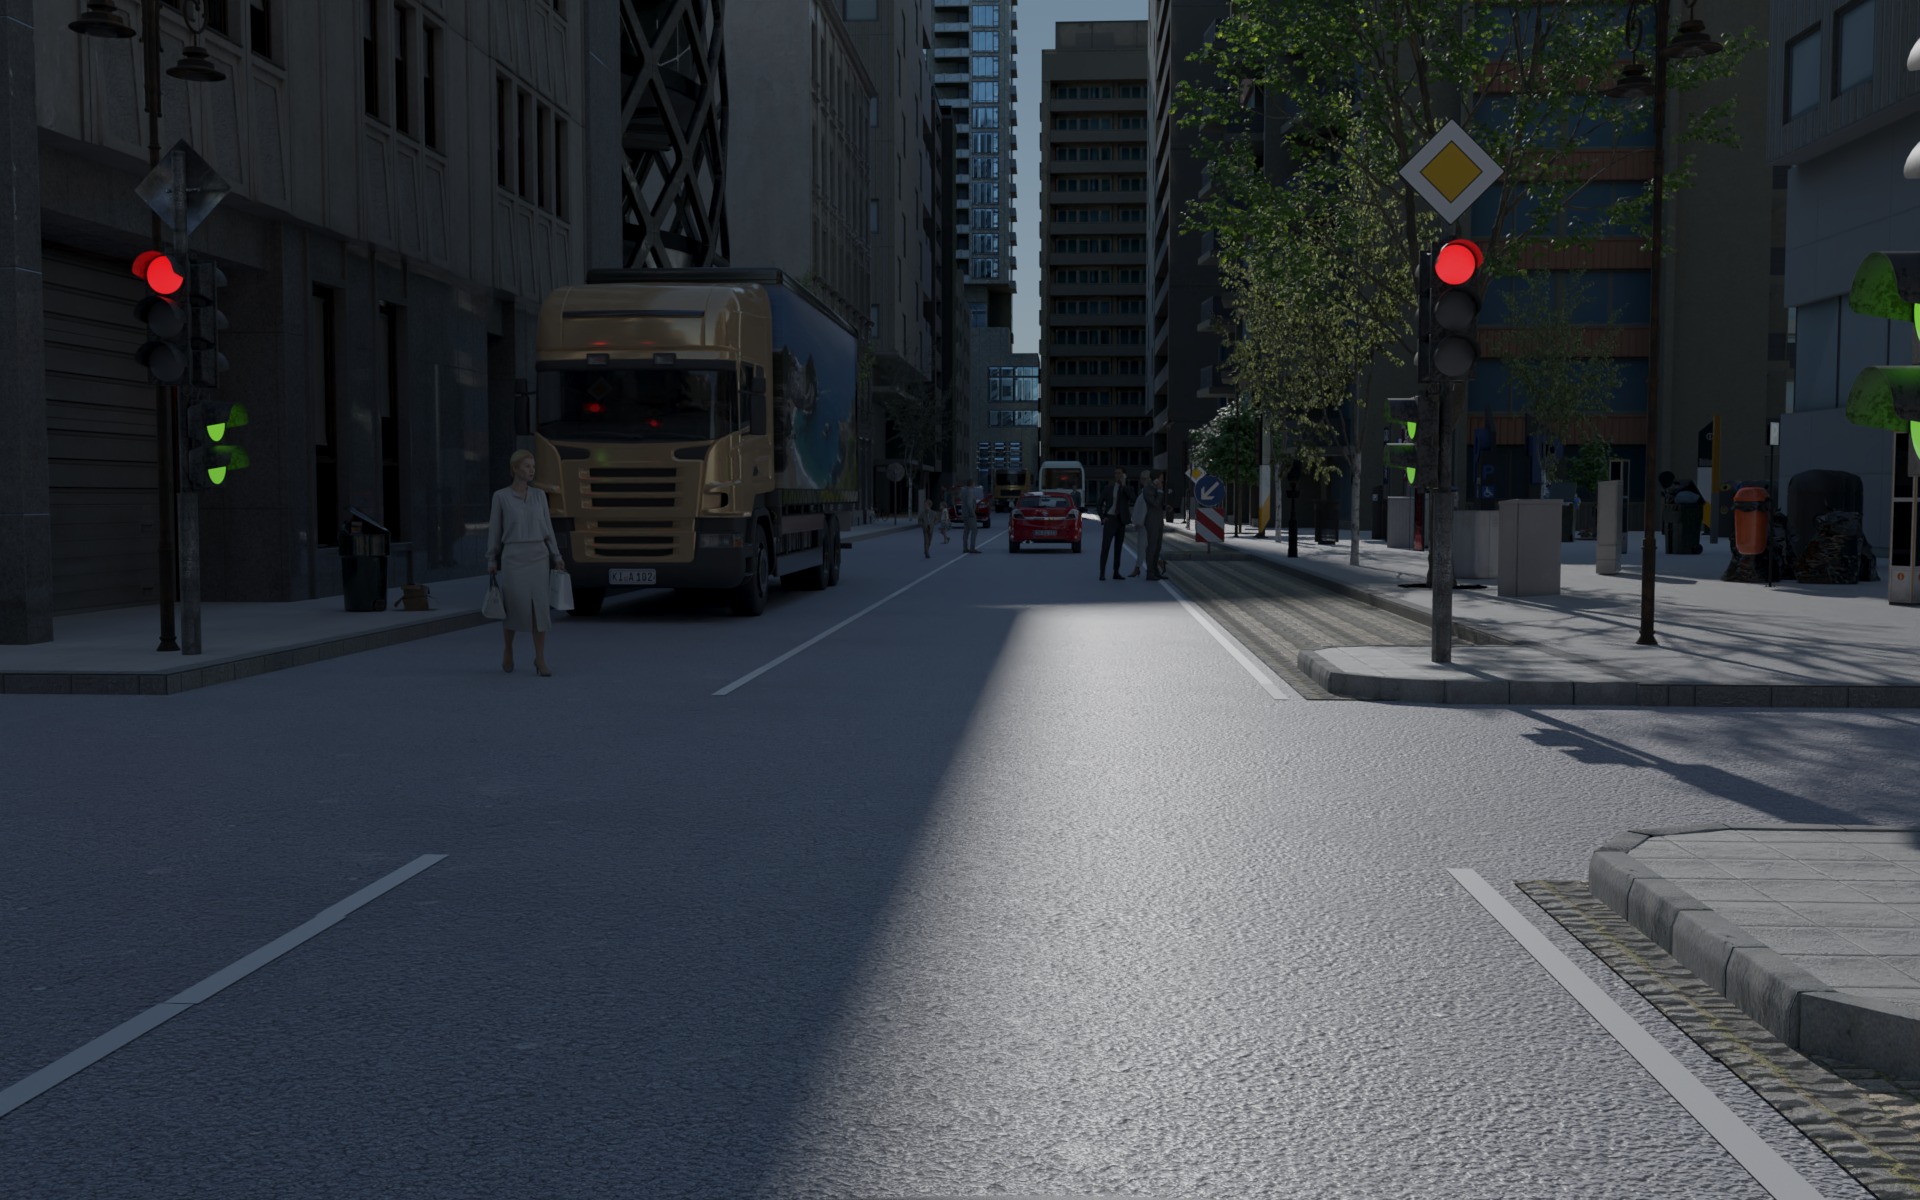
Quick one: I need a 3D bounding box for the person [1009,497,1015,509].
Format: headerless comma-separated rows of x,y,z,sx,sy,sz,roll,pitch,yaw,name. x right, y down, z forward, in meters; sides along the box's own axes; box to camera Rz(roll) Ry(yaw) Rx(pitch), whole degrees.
2.611,-4.501,86.369,0.394,1.301,0.425,-3,4,-36,person

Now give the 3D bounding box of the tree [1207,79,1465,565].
6.989,-4.940,31.131,4.360,8.622,3.978,0,3,0,tree

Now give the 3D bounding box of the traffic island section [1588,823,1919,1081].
3.191,1.040,5.271,2.009,0.180,2.903,0,4,4,traffic island section

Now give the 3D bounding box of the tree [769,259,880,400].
-4.969,-6.392,54.867,4.737,8.622,4.395,0,3,0,tree

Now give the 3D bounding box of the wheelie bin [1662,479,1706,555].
15.380,-1.769,36.828,0.693,1.594,0.980,-1,4,-13,wheelie bin

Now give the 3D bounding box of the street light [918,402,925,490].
-1.929,-7.009,87.377,0.468,5.910,1.993,0,4,4,street light

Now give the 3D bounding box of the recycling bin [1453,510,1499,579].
7.746,-0.850,26.457,0.722,1.027,0.722,3,5,44,recycling bin

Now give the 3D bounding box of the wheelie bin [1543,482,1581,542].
16.061,-2.342,46.202,0.980,1.594,0.693,2,4,29,wheelie bin

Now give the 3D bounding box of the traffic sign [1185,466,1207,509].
8.571,-3.778,62.963,0.795,2.450,0.064,1,4,10,traffic sign

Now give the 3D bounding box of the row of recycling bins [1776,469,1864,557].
15.029,-1.399,29.987,1.069,1.692,3.534,2,4,33,row of recycling bins

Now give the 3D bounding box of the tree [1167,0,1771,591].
6.667,-5.974,23.430,9.928,11.665,9.643,0,3,0,tree

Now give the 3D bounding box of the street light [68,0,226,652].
-6.482,-2.521,14.004,0.468,5.910,1.993,0,4,4,street light

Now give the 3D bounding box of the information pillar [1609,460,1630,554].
14.112,-1.995,37.115,0.304,2.012,0.304,-3,5,-40,information pillar

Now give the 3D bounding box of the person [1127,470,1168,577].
3.263,-1.319,29.948,0.818,1.842,0.514,-1,4,-16,person

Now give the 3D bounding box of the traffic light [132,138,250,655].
-6.131,-1.518,13.737,0.839,4.253,0.868,0,4,4,traffic light

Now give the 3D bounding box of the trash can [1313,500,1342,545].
9.328,-1.980,44.030,0.748,1.137,0.748,0,3,0,trash can

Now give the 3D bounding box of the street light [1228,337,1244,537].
8.184,-4.792,51.133,0.468,5.910,1.993,0,4,4,street light

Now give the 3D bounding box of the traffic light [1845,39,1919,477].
3.152,-0.993,5.160,0.839,4.253,0.868,0,4,4,traffic light

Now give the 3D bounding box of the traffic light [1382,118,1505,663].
3.662,-1.481,13.129,0.839,4.253,0.868,0,4,4,traffic light

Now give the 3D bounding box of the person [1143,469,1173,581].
3.300,-1.250,28.744,0.447,1.846,0.655,2,4,24,person

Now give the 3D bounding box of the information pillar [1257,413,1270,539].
8.809,-3.591,50.072,0.183,3.616,0.504,3,5,39,information pillar

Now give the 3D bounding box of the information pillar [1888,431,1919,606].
10.917,-0.941,19.882,0.304,2.012,0.304,-2,4,-26,information pillar

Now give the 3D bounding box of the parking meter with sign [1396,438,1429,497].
14.281,-3.525,53.896,1.738,3.016,0.543,-3,5,-42,parking meter with sign

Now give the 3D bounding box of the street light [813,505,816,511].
-4.267,-4.770,50.782,0.468,5.910,1.993,0,4,4,street light

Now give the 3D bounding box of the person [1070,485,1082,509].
4.735,-3.883,72.168,0.661,1.801,0.590,3,5,44,person

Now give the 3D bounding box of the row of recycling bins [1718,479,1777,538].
22.926,-2.618,49.923,1.069,1.692,3.534,0,4,0,row of recycling bins

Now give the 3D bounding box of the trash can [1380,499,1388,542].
11.972,-2.208,47.752,0.748,1.137,0.748,0,3,0,trash can

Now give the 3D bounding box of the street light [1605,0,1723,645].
5.867,-2.558,14.614,0.468,5.910,1.993,0,4,4,street light

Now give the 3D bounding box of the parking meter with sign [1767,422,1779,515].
20.379,-2.777,41.669,1.738,3.016,0.543,3,5,44,parking meter with sign

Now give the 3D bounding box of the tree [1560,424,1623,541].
17.501,-3.273,48.122,1.663,3.219,1.824,0,3,0,tree

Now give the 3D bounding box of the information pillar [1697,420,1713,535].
23.164,-3.817,53.768,0.504,3.616,0.183,1,4,10,information pillar

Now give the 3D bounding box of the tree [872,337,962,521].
-2.119,-8.021,81.506,4.360,8.622,3.978,0,3,0,tree

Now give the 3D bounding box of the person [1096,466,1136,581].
2.612,-1.288,28.917,0.648,1.900,0.474,-1,4,-10,person

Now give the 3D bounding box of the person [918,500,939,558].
-0.703,-1.595,38.844,0.475,1.303,0.640,-1,4,-18,person

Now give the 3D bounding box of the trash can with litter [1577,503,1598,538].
18.585,-2.406,50.720,0.624,1.170,1.055,-2,4,-34,trash can with litter

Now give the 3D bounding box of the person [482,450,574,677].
-3.444,-0.300,13.764,0.694,1.780,0.624,-1,4,-18,person

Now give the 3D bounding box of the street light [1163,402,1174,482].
10.504,-7.008,87.371,0.468,5.910,1.993,0,4,4,street light

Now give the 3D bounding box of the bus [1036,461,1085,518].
6.004,-6.666,103.842,2.948,3.499,13.247,0,4,2,bus

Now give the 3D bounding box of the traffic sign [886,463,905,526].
-2.630,-4.300,70.417,0.768,2.556,0.104,0,4,4,traffic sign

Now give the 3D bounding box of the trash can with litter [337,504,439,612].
-6.301,-0.470,19.079,1.055,1.170,0.624,-1,4,-18,trash can with litter

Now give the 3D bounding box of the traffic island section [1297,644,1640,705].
3.701,0.553,13.240,2.009,0.180,2.903,0,4,4,traffic island section

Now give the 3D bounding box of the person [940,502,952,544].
-0.383,-2.197,49.436,0.382,1.210,0.505,0,4,-8,person

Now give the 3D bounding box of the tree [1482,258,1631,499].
18.481,-6.337,53.967,4.737,8.622,4.395,0,3,0,tree

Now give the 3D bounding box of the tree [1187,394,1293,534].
9.136,-4.412,55.846,4.285,4.588,4.351,0,3,0,tree
